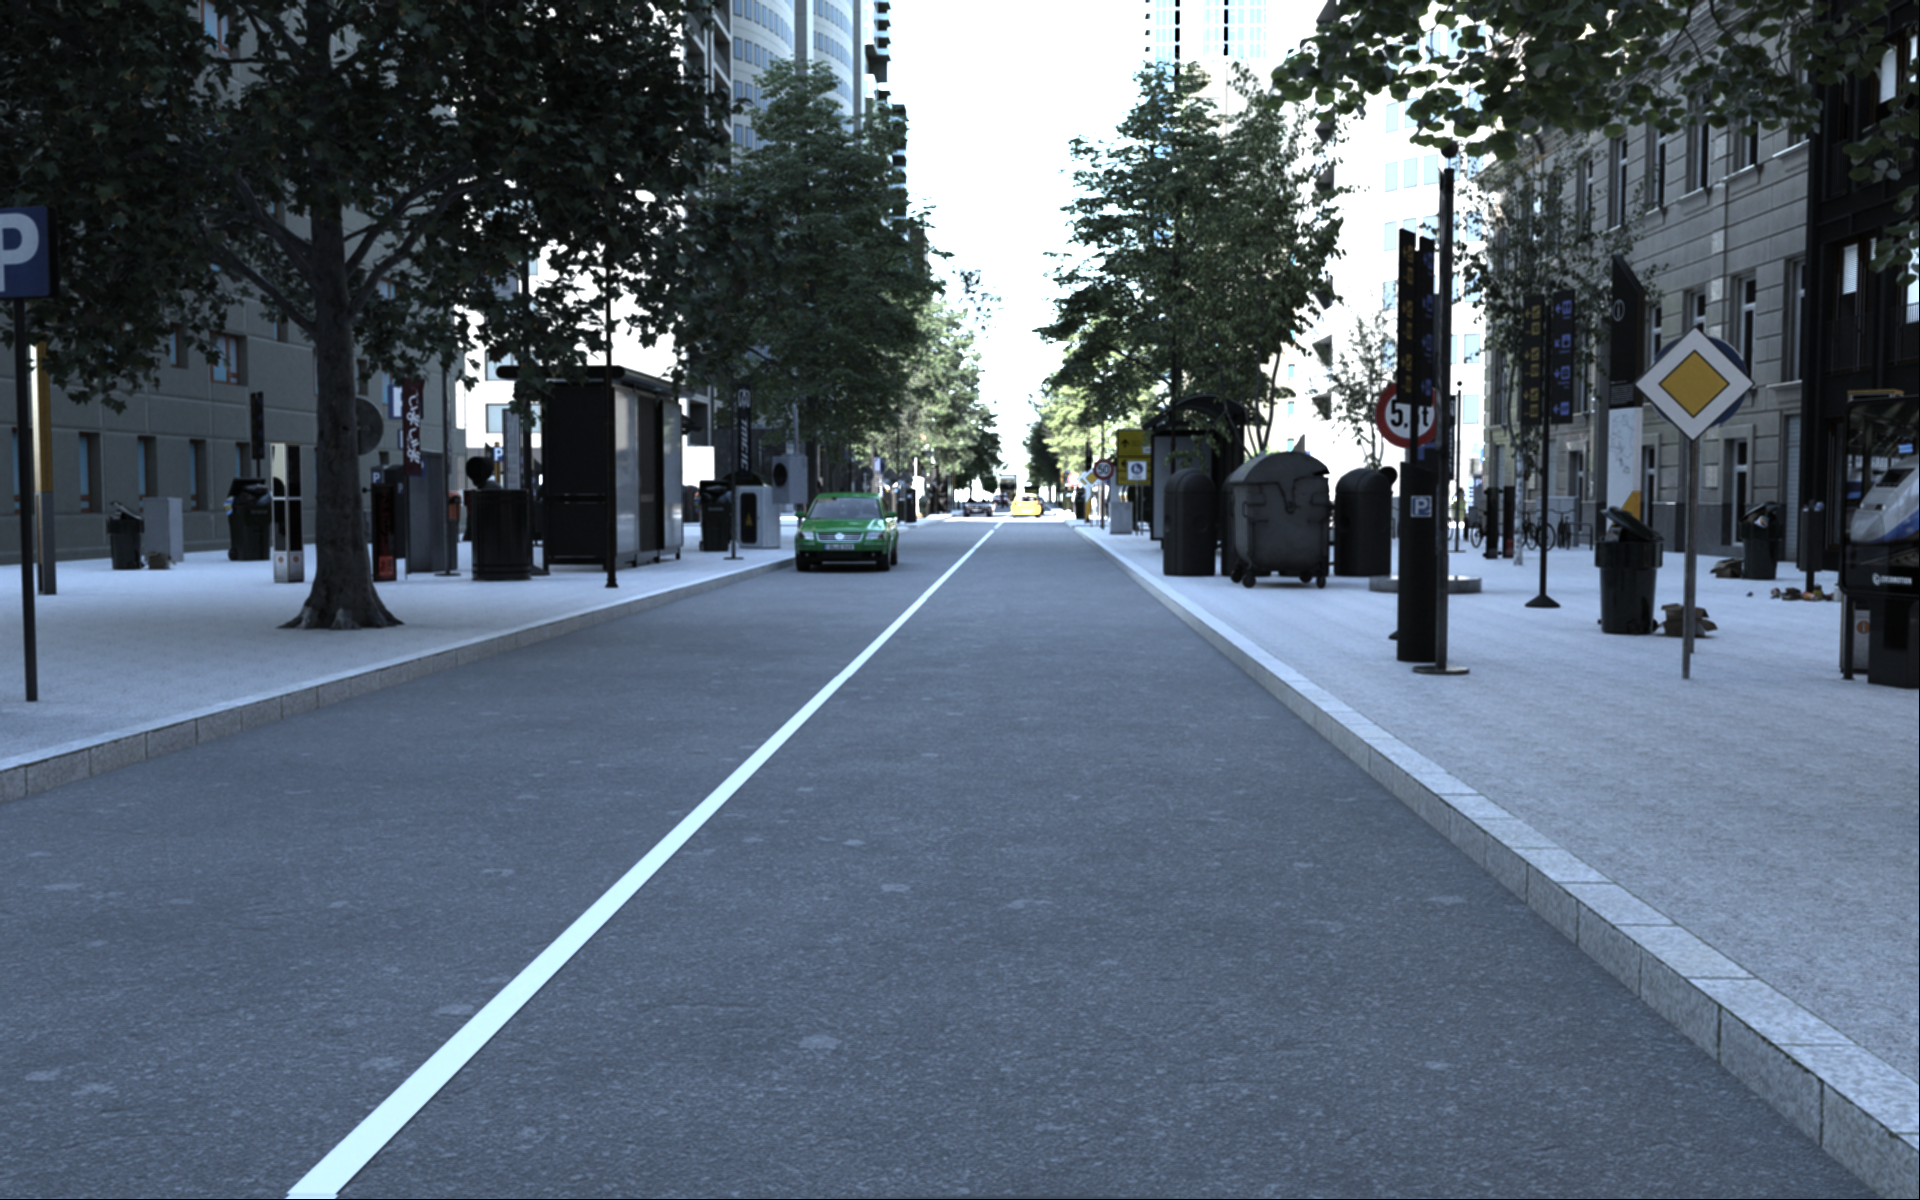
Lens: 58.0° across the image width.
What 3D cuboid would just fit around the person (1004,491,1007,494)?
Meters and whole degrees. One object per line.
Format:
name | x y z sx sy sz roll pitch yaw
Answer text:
person | 5.647 -12.597 214.327 0.709 1.838 0.599 1 4 22

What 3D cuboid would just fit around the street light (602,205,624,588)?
street light | -4.787 -3.109 23.625 0.468 5.910 1.993 0 4 2

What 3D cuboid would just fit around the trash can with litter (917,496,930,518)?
trash can with litter | -1.978 -4.913 91.708 0.624 1.170 1.055 1 4 11

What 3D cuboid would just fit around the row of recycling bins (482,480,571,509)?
row of recycling bins | -12.389 -2.670 50.769 3.534 1.692 1.069 0 4 -3

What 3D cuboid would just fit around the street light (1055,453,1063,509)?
street light | 9.292 -11.477 160.429 0.468 5.910 1.993 0 4 2

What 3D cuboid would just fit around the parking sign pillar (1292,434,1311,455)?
parking sign pillar | 15.276 -5.470 77.901 1.447 3.967 1.447 -1 4 -16

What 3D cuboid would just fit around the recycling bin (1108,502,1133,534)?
recycling bin | 5.148 -2.633 55.596 0.722 1.027 0.722 0 4 1

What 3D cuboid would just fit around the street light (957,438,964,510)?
street light | -0.073 -10.269 140.693 0.468 5.910 1.993 0 4 2

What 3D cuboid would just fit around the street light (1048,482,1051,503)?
street light | 11.927 -15.412 224.767 0.468 5.910 1.993 0 4 2

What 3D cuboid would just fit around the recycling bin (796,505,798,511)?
recycling bin | -11.724 -7.096 128.566 0.722 1.027 0.722 -2 4 -26

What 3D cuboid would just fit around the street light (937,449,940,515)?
street light | -1.362 -8.302 108.523 0.468 5.910 1.993 0 4 2

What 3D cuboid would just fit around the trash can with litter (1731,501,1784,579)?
trash can with litter | 11.861 -0.905 26.184 0.624 1.170 1.055 -2 4 -31

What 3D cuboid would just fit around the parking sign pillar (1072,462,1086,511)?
parking sign pillar | 8.608 -8.129 121.385 1.447 3.967 1.447 -3 5 -40

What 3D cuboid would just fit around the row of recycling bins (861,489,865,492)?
row of recycling bins | -6.545 -8.316 143.084 3.534 1.692 1.069 -1 4 -20

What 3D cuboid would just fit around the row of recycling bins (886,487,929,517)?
row of recycling bins | -3.301 -5.473 96.596 3.534 1.692 1.069 -3 4 -37

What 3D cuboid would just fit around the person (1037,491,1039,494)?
person | 9.184 -11.894 202.976 0.705 1.824 1.348 -1 4 -16

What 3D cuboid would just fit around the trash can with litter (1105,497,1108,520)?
trash can with litter | 7.495 -4.407 83.443 1.055 1.170 0.624 -1 4 -19

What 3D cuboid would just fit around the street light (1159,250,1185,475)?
street light | 4.058 -3.677 32.907 0.468 5.910 1.993 0 4 2

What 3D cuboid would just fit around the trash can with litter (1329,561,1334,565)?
trash can with litter | 6.481 -1.236 31.265 2.233 1.210 1.678 -2 4 -27

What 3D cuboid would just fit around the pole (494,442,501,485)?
pole | -17.991 -4.500 67.412 0.158 3.312 0.155 0 3 0

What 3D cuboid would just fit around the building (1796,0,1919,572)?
building | 20.269 -11.706 21.069 12.332 23.373 15.834 0 4 2

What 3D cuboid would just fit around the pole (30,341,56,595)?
pole | -11.649 -1.722 22.000 0.158 3.312 0.155 0 3 0

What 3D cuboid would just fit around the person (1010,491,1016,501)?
person | 6.347 -11.757 201.443 1.217 1.735 0.721 -1 4 -13

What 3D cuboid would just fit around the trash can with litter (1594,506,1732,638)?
trash can with litter | 6.367 -0.272 15.830 1.055 1.170 0.624 3 5 41

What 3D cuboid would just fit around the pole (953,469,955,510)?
pole | -0.477 -8.940 140.008 0.158 3.312 0.155 0 3 0

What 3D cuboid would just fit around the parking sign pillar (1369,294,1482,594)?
parking sign pillar | 6.149 -2.099 22.795 1.447 3.967 1.447 1 4 12

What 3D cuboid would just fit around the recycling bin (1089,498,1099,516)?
recycling bin | 7.899 -5.532 103.006 0.722 1.027 0.722 2 4 23

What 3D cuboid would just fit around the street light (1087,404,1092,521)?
street light | 6.224 -6.794 83.878 0.468 5.910 1.993 0 4 2

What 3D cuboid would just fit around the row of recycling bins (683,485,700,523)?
row of recycling bins | -12.457 -4.262 76.800 1.069 1.692 3.534 1 4 11

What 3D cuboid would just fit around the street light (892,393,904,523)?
street light | -2.701 -6.286 75.561 0.468 5.910 1.993 0 4 2

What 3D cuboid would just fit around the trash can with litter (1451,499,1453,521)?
trash can with litter | 23.486 -4.286 81.465 1.055 1.170 0.624 -3 5 -44

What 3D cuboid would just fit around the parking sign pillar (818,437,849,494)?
parking sign pillar | -5.536 -5.430 77.251 1.447 3.967 1.447 3 5 42

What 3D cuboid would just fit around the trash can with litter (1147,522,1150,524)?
trash can with litter | 8.347 -3.803 73.567 0.624 1.170 1.055 -2 4 -32

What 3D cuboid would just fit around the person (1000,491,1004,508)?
person | 4.253 -10.232 176.515 0.721 1.735 1.217 -1 4 -12

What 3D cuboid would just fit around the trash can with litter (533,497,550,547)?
trash can with litter | -10.427 -1.925 42.523 2.233 1.210 1.678 3 4 36

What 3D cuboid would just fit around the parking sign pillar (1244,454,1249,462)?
parking sign pillar | 19.211 -7.666 113.804 1.447 3.967 1.447 1 4 12

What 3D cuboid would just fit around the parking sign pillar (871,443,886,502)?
parking sign pillar | -4.344 -6.359 92.443 1.447 3.967 1.447 1 4 15

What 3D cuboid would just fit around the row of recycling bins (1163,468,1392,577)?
row of recycling bins | 4.978 -1.228 27.193 3.534 1.692 1.069 0 4 3

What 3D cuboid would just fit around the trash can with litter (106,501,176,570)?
trash can with litter | -13.946 -1.109 29.517 1.055 1.170 0.624 -1 4 -10

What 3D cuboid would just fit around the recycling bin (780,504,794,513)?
recycling bin | -11.951 -6.527 119.275 0.722 1.027 0.722 3 5 39

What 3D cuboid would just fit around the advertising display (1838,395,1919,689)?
advertising display | 6.239 -0.385 11.516 0.123 1.923 0.974 -1 4 -12

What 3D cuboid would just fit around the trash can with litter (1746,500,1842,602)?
trash can with litter | 10.653 -0.632 21.392 1.678 1.210 2.233 2 4 29

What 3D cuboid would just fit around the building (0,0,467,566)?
building | -31.127 -12.097 42.829 28.899 21.520 27.650 0 4 2

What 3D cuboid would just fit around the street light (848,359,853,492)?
street light | -3.545 -5.077 55.797 0.468 5.910 1.993 0 4 2

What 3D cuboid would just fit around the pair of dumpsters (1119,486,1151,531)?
pair of dumpsters | 6.551 -3.607 61.469 1.574 2.255 4.437 0 4 2

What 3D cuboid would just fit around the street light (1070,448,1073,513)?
street light | 7.515 -8.790 116.508 0.468 5.910 1.993 0 4 2

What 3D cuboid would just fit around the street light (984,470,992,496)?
street light | 3.703 -16.003 234.431 0.468 5.910 1.993 0 4 2

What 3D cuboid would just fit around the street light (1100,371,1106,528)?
street light | 5.365 -5.647 65.109 0.468 5.910 1.993 0 4 2

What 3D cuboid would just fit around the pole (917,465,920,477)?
pole | -2.903 -7.847 122.135 0.158 3.312 0.155 0 3 0
